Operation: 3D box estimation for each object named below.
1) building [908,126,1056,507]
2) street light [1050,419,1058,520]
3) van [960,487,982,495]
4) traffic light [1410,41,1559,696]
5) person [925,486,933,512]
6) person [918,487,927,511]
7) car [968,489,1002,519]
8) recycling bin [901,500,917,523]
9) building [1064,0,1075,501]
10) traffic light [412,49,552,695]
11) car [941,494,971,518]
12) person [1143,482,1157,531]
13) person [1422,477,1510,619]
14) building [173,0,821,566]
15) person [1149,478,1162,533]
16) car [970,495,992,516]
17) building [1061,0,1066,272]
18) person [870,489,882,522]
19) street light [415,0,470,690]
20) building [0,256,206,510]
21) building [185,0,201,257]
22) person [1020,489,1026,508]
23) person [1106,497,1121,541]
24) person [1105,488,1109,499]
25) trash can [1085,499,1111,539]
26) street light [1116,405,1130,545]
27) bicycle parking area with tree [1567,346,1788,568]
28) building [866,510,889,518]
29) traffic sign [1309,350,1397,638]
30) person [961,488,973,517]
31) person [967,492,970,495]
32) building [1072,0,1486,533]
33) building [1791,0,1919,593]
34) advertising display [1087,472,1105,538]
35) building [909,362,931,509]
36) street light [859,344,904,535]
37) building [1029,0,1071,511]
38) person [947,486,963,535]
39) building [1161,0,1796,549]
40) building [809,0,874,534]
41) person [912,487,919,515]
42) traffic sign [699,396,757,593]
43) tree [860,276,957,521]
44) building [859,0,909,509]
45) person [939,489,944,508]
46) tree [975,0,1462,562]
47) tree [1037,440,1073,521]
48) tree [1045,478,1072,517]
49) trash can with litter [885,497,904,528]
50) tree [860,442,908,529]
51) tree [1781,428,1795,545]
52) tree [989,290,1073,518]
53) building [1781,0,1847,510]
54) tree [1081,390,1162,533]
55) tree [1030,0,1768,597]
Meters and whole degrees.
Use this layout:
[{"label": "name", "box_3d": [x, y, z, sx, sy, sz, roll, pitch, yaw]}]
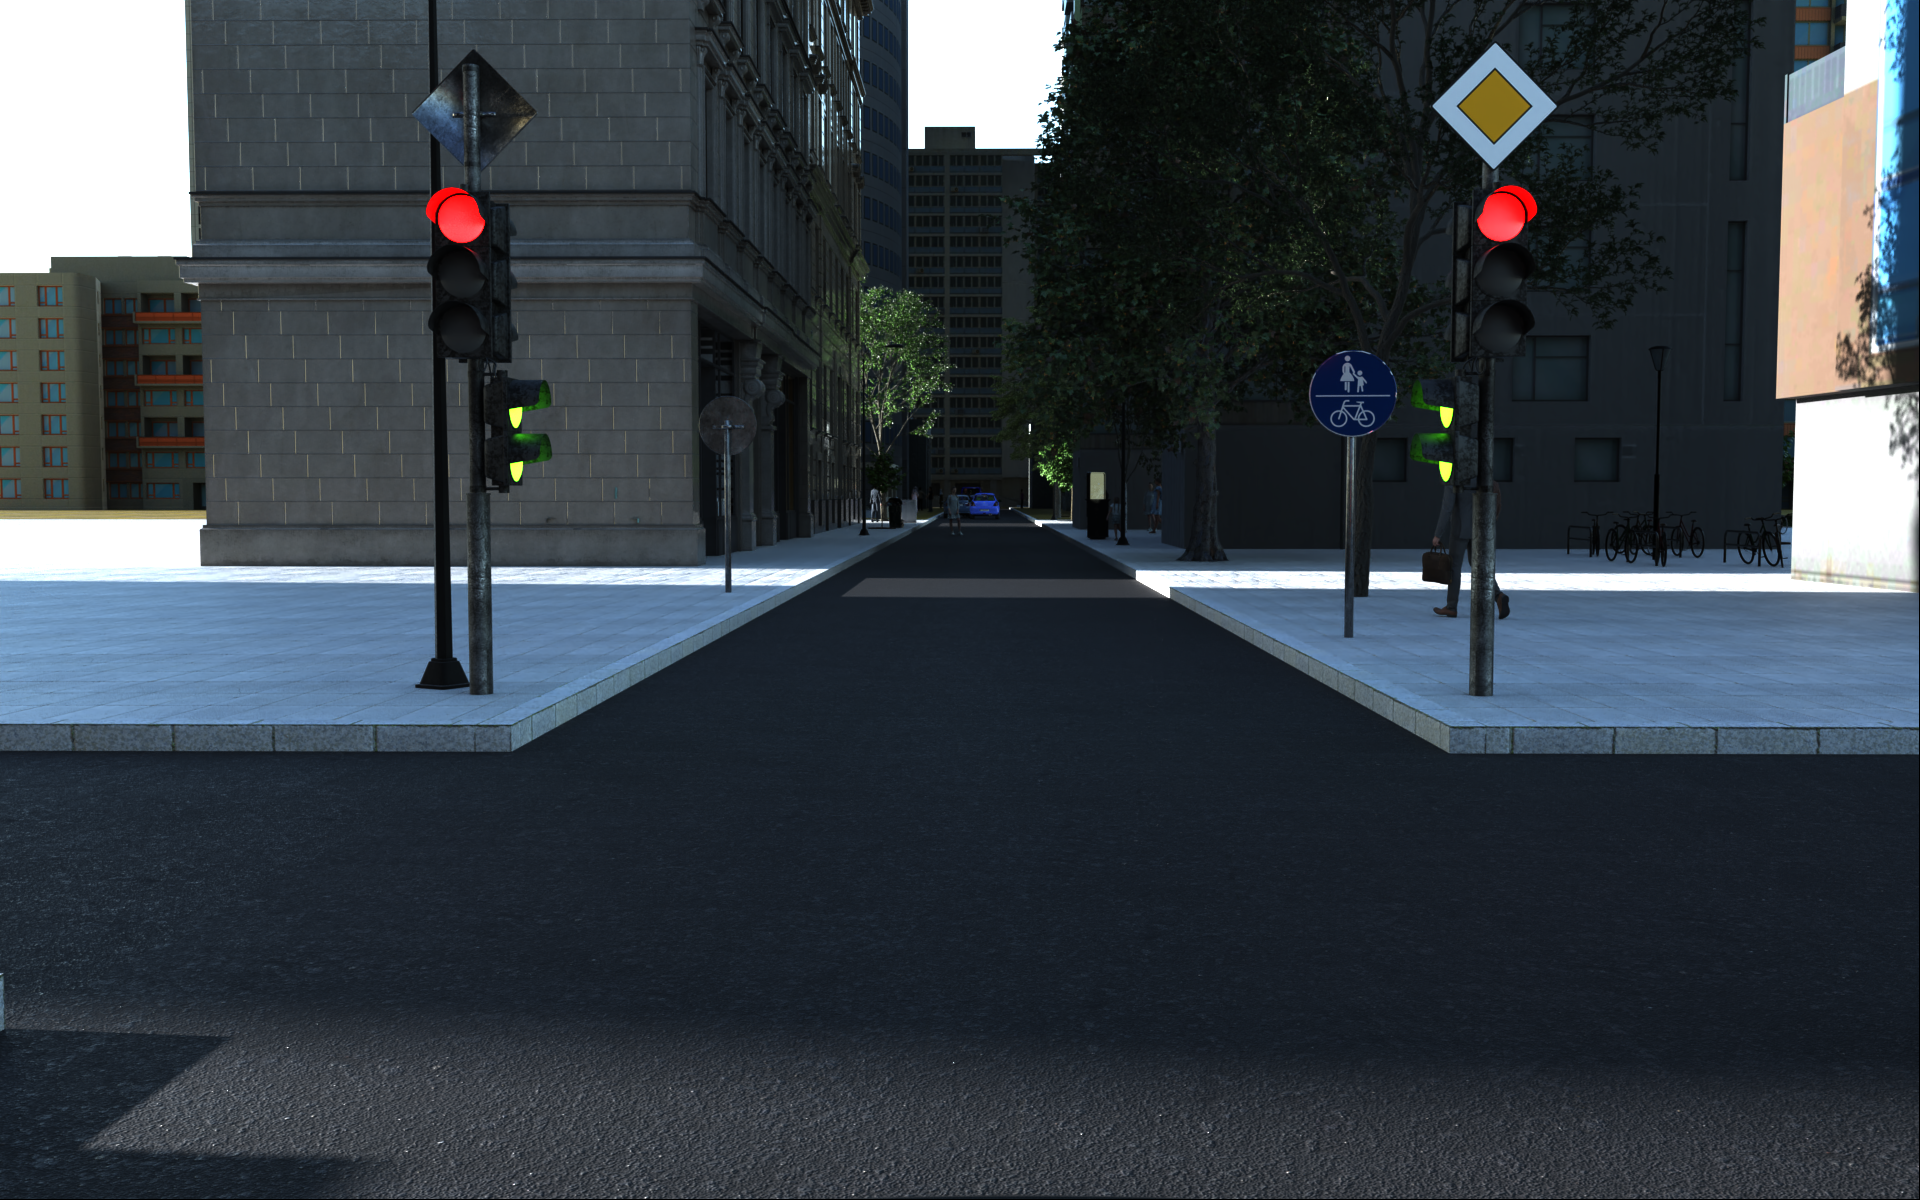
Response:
[{"label": "building", "box_3d": [-1.119, -30.201, 185.660, 23.993, 40.220, 32.217, 0, 4, 1]}, {"label": "street light", "box_3d": [4.126, -6.928, 85.812, 1.470, 5.913, 1.316, 0, 4, 1]}, {"label": "van", "box_3d": [1.064, -9.169, 154.299, 2.240, 2.365, 5.245, 0, 4, 2]}, {"label": "traffic light", "box_3d": [3.305, -1.346, 10.935, 0.839, 4.253, 0.868, 0, 4, 1]}, {"label": "person", "box_3d": [-2.131, -7.152, 122.994, 0.705, 1.822, 1.348, 1, 4, 21]}, {"label": "person", "box_3d": [-3.061, -7.835, 134.149, 1.348, 1.823, 0.705, 1, 4, 19]}, {"label": "car", "box_3d": [1.431, -5.517, 99.799, 1.945, 1.707, 3.694, 0, 4, 2]}, {"label": "recycling bin", "box_3d": [-2.321, -3.979, 77.606, 0.722, 1.027, 0.722, 0, 4, -3]}, {"label": "building", "box_3d": [18.322, -30.253, 114.242, 23.786, 49.044, 30.456, 0, 4, 1]}, {"label": "traffic light", "box_3d": [-3.056, -1.350, 11.001, 0.839, 4.253, 0.868, 0, 4, 1]}, {"label": "car", "box_3d": [-0.116, -5.648, 104.348, 2.014, 1.417, 4.499, 0, 4, 0]}, {"label": "person", "box_3d": [6.625, -3.247, 60.142, 0.512, 1.701, 0.522, 2, 4, 26]}, {"label": "person", "box_3d": [5.226, -0.724, 17.850, 0.622, 1.834, 0.822, -2, 4, -35]}, {"label": "building", "box_3d": [-9.062, -11.044, 31.477, 10.553, 20.767, 40.483, 0, 4, 1]}, {"label": "person", "box_3d": [6.471, -3.054, 56.078, 0.778, 1.811, 0.616, 3, 4, 37]}, {"label": "car", "box_3d": [1.262, -6.354, 115.891, 2.014, 1.417, 4.499, 0, 4, 1]}, {"label": "building", "box_3d": [24.921, -39.026, 180.077, 28.212, 58.520, 21.231, 0, 4, 1]}, {"label": "person", "box_3d": [-3.818, -4.423, 78.785, 0.576, 1.772, 0.534, 0, 4, 4]}, {"label": "street light", "box_3d": [-2.889, -2.372, 11.329, 1.470, 5.913, 1.316, 0, 4, 1]}, {"label": "building", "box_3d": [-63.083, -18.597, 149.095, 28.899, 21.520, 27.650, 0, 4, 1]}, {"label": "building", "box_3d": [-66.646, -45.418, 180.839, 20.611, 71.187, 20.563, 0, 4, 1]}, {"label": "person", "box_3d": [5.601, -9.026, 154.301, 0.721, 1.739, 1.217, 2, 4, 26]}, {"label": "person", "box_3d": [4.289, -2.238, 47.641, 0.505, 1.210, 0.382, -1, 4, -12]}, {"label": "person", "box_3d": [4.220, -2.916, 53.083, 0.648, 1.900, 0.474, -1, 4, -14]}, {"label": "trash can", "box_3d": [3.909, -2.290, 49.088, 0.748, 1.137, 0.748, 0, 3, 0]}, {"label": "street light", "box_3d": [3.556, -4.335, 43.421, 1.470, 5.913, 1.316, 0, 4, 1]}, {"label": "bicycle parking area with tree", "box_3d": [16.202, -2.850, 33.598, 8.231, 4.147, 9.016, 1, 4, 18]}, {"label": "building", "box_3d": [-19.911, -24.878, 98.643, 32.217, 40.220, 23.993, 0, 4, 1]}, {"label": "traffic sign", "box_3d": [3.479, -0.937, 15.422, 0.768, 2.556, 0.104, 0, 4, 5]}, {"label": "person", "box_3d": [0.356, -6.138, 108.993, 1.348, 1.807, 0.705, -3, 4, -37]}, {"label": "person", "box_3d": [0.623, -8.006, 140.873, 0.415, 1.643, 0.593, 1, 4, 22]}, {"label": "building", "box_3d": [11.429, -23.509, 67.966, 14.154, 41.232, 14.086, 0, 4, 1]}, {"label": "building", "box_3d": [19.106, -22.470, 17.499, 14.200, 45.320, 14.600, 0, 4, 1]}, {"label": "advertising display", "box_3d": [3.981, -2.783, 50.708, 0.123, 1.923, 0.974, 2, 4, 31]}, {"label": "building", "box_3d": [-18.361, -51.140, 148.808, 31.000, 86.520, 22.319, 0, 4, 1]}, {"label": "street light", "box_3d": [-2.441, -4.965, 53.721, 1.470, 5.913, 1.316, 0, 4, 1]}, {"label": "building", "box_3d": [17.408, -50.833, 143.783, 22.319, 86.520, 31.000, 0, 4, 1]}, {"label": "person", "box_3d": [-0.221, -3.135, 60.755, 0.512, 1.701, 0.522, -2, 4, -28]}, {"label": "building", "box_3d": [12.336, -22.160, 45.908, 14.154, 41.232, 14.086, 0, 4, 1]}, {"label": "building", "box_3d": [-10.149, -16.316, 64.026, 12.463, 27.353, 25.104, 0, 4, 1]}, {"label": "person", "box_3d": [-2.749, -6.090, 106.290, 0.551, 1.740, 0.621, 3, 4, 37]}, {"label": "traffic sign", "box_3d": [-3.020, -1.370, 22.504, 0.768, 2.556, 0.104, 0, 4, 7]}, {"label": "tree", "box_3d": [-3.744, -9.551, 81.911, 9.928, 11.665, 9.643, 0, 3, 0]}, {"label": "building", "box_3d": [-14.774, -35.601, 124.074, 21.231, 58.520, 28.212, 0, 4, 1]}, {"label": "person", "box_3d": [-1.615, -9.102, 155.594, 0.721, 1.736, 1.217, 0, 4, -7]}, {"label": "tree", "box_3d": [4.785, -7.099, 33.080, 9.611, 12.733, 9.660, 0, 3, 0]}, {"label": "tree", "box_3d": [5.380, -6.033, 82.353, 4.285, 4.588, 4.351, 0, 3, 0]}, {"label": "tree", "box_3d": [5.747, -6.327, 98.051, 1.663, 3.219, 1.824, 0, 3, 0]}, {"label": "trash can with litter", "box_3d": [-2.466, -3.337, 65.939, 0.624, 1.170, 1.055, 1, 4, 9]}, {"label": "tree", "box_3d": [-2.743, -4.236, 63.861, 1.663, 3.219, 1.824, 0, 3, 0]}, {"label": "tree", "box_3d": [20.726, -3.052, 44.495, 1.663, 3.219, 1.824, 0, 3, 0]}, {"label": "tree", "box_3d": [5.212, -10.639, 92.077, 7.486, 12.596, 7.792, 0, 3, 0]}, {"label": "building", "box_3d": [67.127, -30.218, 148.685, 28.867, 44.769, 22.147, 0, 4, 1]}, {"label": "tree", "box_3d": [5.529, -6.543, 57.340, 4.360, 8.622, 3.978, 0, 3, 0]}, {"label": "tree", "box_3d": [5.041, -5.299, 21.051, 8.767, 10.594, 7.601, -1, 4, -15]}]
